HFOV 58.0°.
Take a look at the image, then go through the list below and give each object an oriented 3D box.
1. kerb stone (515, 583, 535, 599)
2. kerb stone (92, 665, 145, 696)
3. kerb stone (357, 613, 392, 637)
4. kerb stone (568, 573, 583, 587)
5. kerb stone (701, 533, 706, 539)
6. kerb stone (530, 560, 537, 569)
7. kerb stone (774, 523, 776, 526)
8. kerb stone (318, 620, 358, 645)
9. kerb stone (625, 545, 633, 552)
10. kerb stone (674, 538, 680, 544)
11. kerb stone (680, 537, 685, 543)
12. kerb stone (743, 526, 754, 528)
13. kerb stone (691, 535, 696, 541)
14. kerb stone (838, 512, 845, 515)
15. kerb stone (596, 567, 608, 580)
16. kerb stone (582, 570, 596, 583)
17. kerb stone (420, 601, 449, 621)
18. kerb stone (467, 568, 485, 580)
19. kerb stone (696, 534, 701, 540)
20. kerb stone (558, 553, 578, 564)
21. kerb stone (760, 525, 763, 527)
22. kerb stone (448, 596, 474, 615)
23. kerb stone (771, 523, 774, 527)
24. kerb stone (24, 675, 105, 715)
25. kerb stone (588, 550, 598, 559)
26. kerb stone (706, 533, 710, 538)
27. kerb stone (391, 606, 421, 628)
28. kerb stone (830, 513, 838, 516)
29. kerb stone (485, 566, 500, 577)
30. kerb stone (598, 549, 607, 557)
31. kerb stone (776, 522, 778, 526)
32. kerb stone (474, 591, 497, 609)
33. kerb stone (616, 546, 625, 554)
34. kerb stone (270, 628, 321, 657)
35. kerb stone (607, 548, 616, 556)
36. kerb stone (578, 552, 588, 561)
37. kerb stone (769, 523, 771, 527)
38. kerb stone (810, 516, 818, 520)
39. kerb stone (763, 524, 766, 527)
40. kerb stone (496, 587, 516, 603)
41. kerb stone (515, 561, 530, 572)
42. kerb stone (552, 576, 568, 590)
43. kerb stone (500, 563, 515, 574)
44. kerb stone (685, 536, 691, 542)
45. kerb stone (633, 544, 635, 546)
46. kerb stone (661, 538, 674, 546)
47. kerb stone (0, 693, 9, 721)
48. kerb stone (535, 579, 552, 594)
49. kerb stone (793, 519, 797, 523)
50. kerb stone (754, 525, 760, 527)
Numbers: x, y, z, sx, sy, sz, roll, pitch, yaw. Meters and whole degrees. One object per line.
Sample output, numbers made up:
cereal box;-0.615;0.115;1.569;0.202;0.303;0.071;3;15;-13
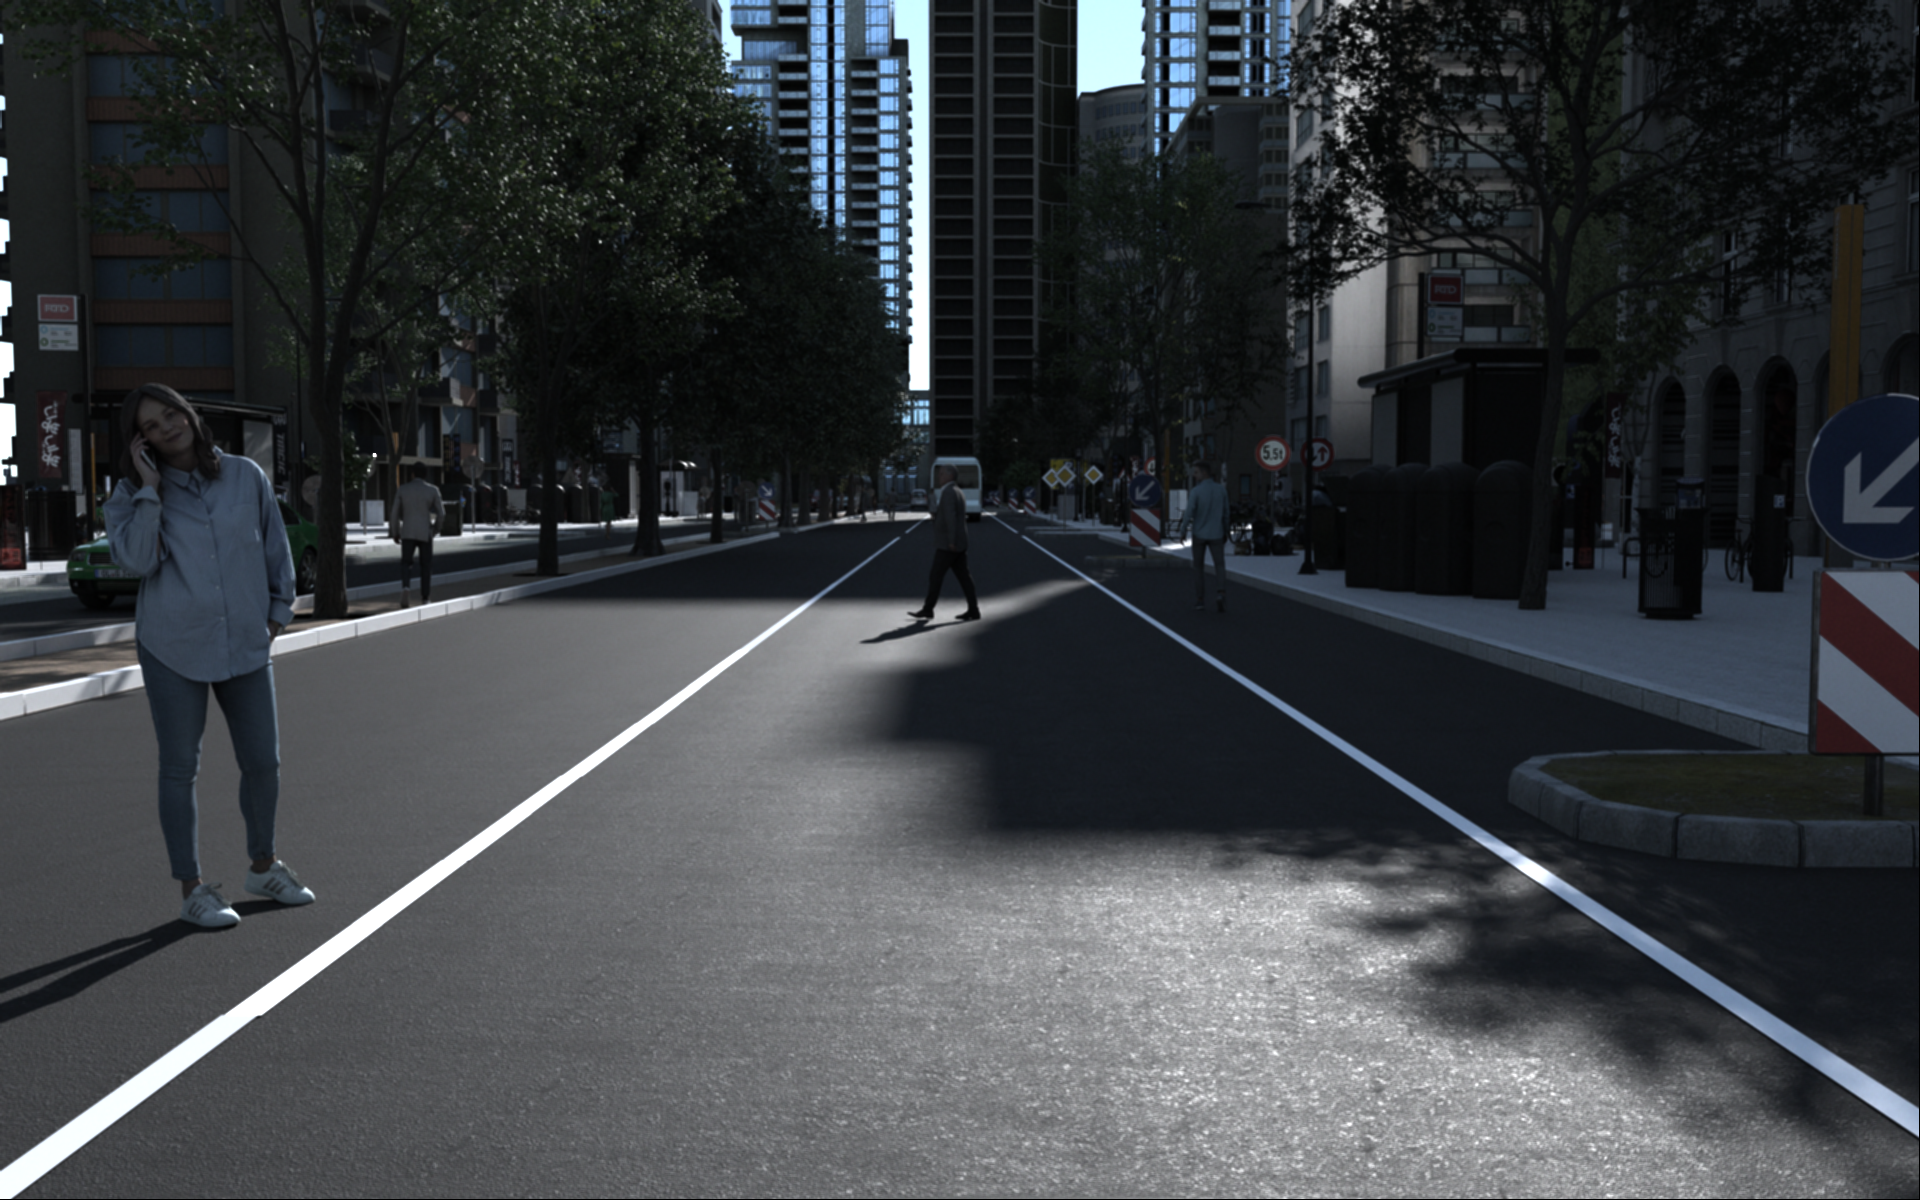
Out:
kerb stone;-6.116;-0.112;24.029;0.120;0.150;1.000;0;3;0
kerb stone;-6.111;0.578;12.743;0.120;0.150;1.000;0;3;0
kerb stone;-6.110;0.264;17.871;0.120;0.150;1.000;0;3;0
kerb stone;-6.115;-0.300;27.097;0.120;0.150;1.000;0;3;0
kerb stone;-8.251;-1.986;54.728;0.120;0.150;1.000;0;3;0
kerb stone;-8.232;-0.673;33.193;0.120;0.150;1.000;0;3;0
kerb stone;-8.266;-3.278;75.796;0.120;0.150;1.000;0;3;0
kerb stone;-6.113;0.327;16.848;0.120;0.150;1.000;0;3;0
kerb stone;-8.235;-1.237;42.413;0.120;0.150;1.000;0;3;0
kerb stone;-8.242;-1.675;49.591;0.120;0.150;1.000;0;3;0
kerb stone;-8.246;-1.738;50.613;0.120;0.150;1.000;0;3;0
kerb stone;-8.253;-2.777;67.598;0.120;0.150;1.000;0;3;0
kerb stone;-8.245;-1.864;52.674;0.120;0.150;1.000;0;3;0
kerb stone;-8.304;-6.036;120.883;0.120;0.150;1.000;0;3;0
kerb stone;-6.127;-0.422;29.153;0.120;0.150;1.000;0;3;0
kerb stone;-6.119;-0.363;28.131;0.120;0.150;1.000;0;3;0
kerb stone;-6.118;0.139;19.923;0.120;0.150;1.000;0;3;0
kerb stone;-8.223;-0.417;29.078;0.120;0.150;1.000;0;3;0
kerb stone;-8.244;-1.927;53.698;0.120;0.150;1.000;0;3;0
kerb stone;-8.230;-0.854;36.276;0.120;0.150;1.000;0;3;0
kerb stone;-8.261;-2.965;70.670;0.120;0.150;1.000;0;3;0
kerb stone;-6.114;0.076;20.949;0.120;0.150;1.000;0;3;0
kerb stone;-8.254;-3.215;74.774;0.120;0.150;1.000;0;3;0
kerb stone;-6.110;0.651;11.722;0.120;0.150;1.000;0;3;0
kerb stone;-8.233;-0.983;38.324;0.120;0.150;1.000;0;3;0
kerb stone;-8.252;-2.053;55.763;0.120;0.150;1.000;0;3;0
kerb stone;-6.122;0.206;18.902;0.120;0.150;1.000;0;3;0
kerb stone;-8.290;-5.598;113.715;0.120;0.150;1.000;0;3;0
kerb stone;-8.230;-0.481;30.099;0.120;0.150;1.000;0;3;0
kerb stone;-8.235;-1.049;39.346;0.120;0.150;1.000;0;3;0
kerb stone;-8.256;-3.341;76.818;0.120;0.150;1.000;0;3;0
kerb stone;-6.109;0.019;21.984;0.120;0.150;1.000;0;3;0
kerb stone;-8.235;-1.170;41.391;0.120;0.150;1.000;0;3;0
kerb stone;-6.110;0.396;15.821;0.120;0.150;1.000;0;3;0
kerb stone;-8.235;-1.112;40.369;0.120;0.150;1.000;0;3;0
kerb stone;-8.226;-0.924;37.302;0.120;0.150;1.000;0;3;0
kerb stone;-8.263;-3.153;73.745;0.120;0.150;1.000;0;3;0
kerb stone;-8.279;-4.657;98.343;0.120;0.150;1.000;0;3;0
kerb stone;-8.262;-3.025;71.701;0.120;0.150;1.000;0;3;0
kerb stone;-6.118;-0.049;23.007;0.120;0.150;1.000;0;3;0
kerb stone;-8.225;-0.609;32.159;0.120;0.150;1.000;0;3;0
kerb stone;-6.120;-0.237;26.076;0.120;0.150;1.000;0;3;0
kerb stone;-8.228;-0.540;31.137;0.120;0.150;1.000;0;3;0
kerb stone;-8.245;-1.796;51.639;0.120;0.150;1.000;0;3;0
kerb stone;-8.230;-1.299;43.436;0.120;0.150;1.000;0;3;0
kerb stone;-8.240;-1.613;48.563;0.120;0.150;1.000;0;3;0
kerb stone;-6.106;0.704;10.684;0.120;0.150;1.000;0;3;0
kerb stone;-6.118;-0.173;25.054;0.120;0.150;1.000;0;3;0
kerb stone;-8.272;-4.031;88.100;0.120;0.150;1.000;0;3;0
kerb stone;-8.251;-2.902;69.648;0.120;0.150;1.000;0;3;0
